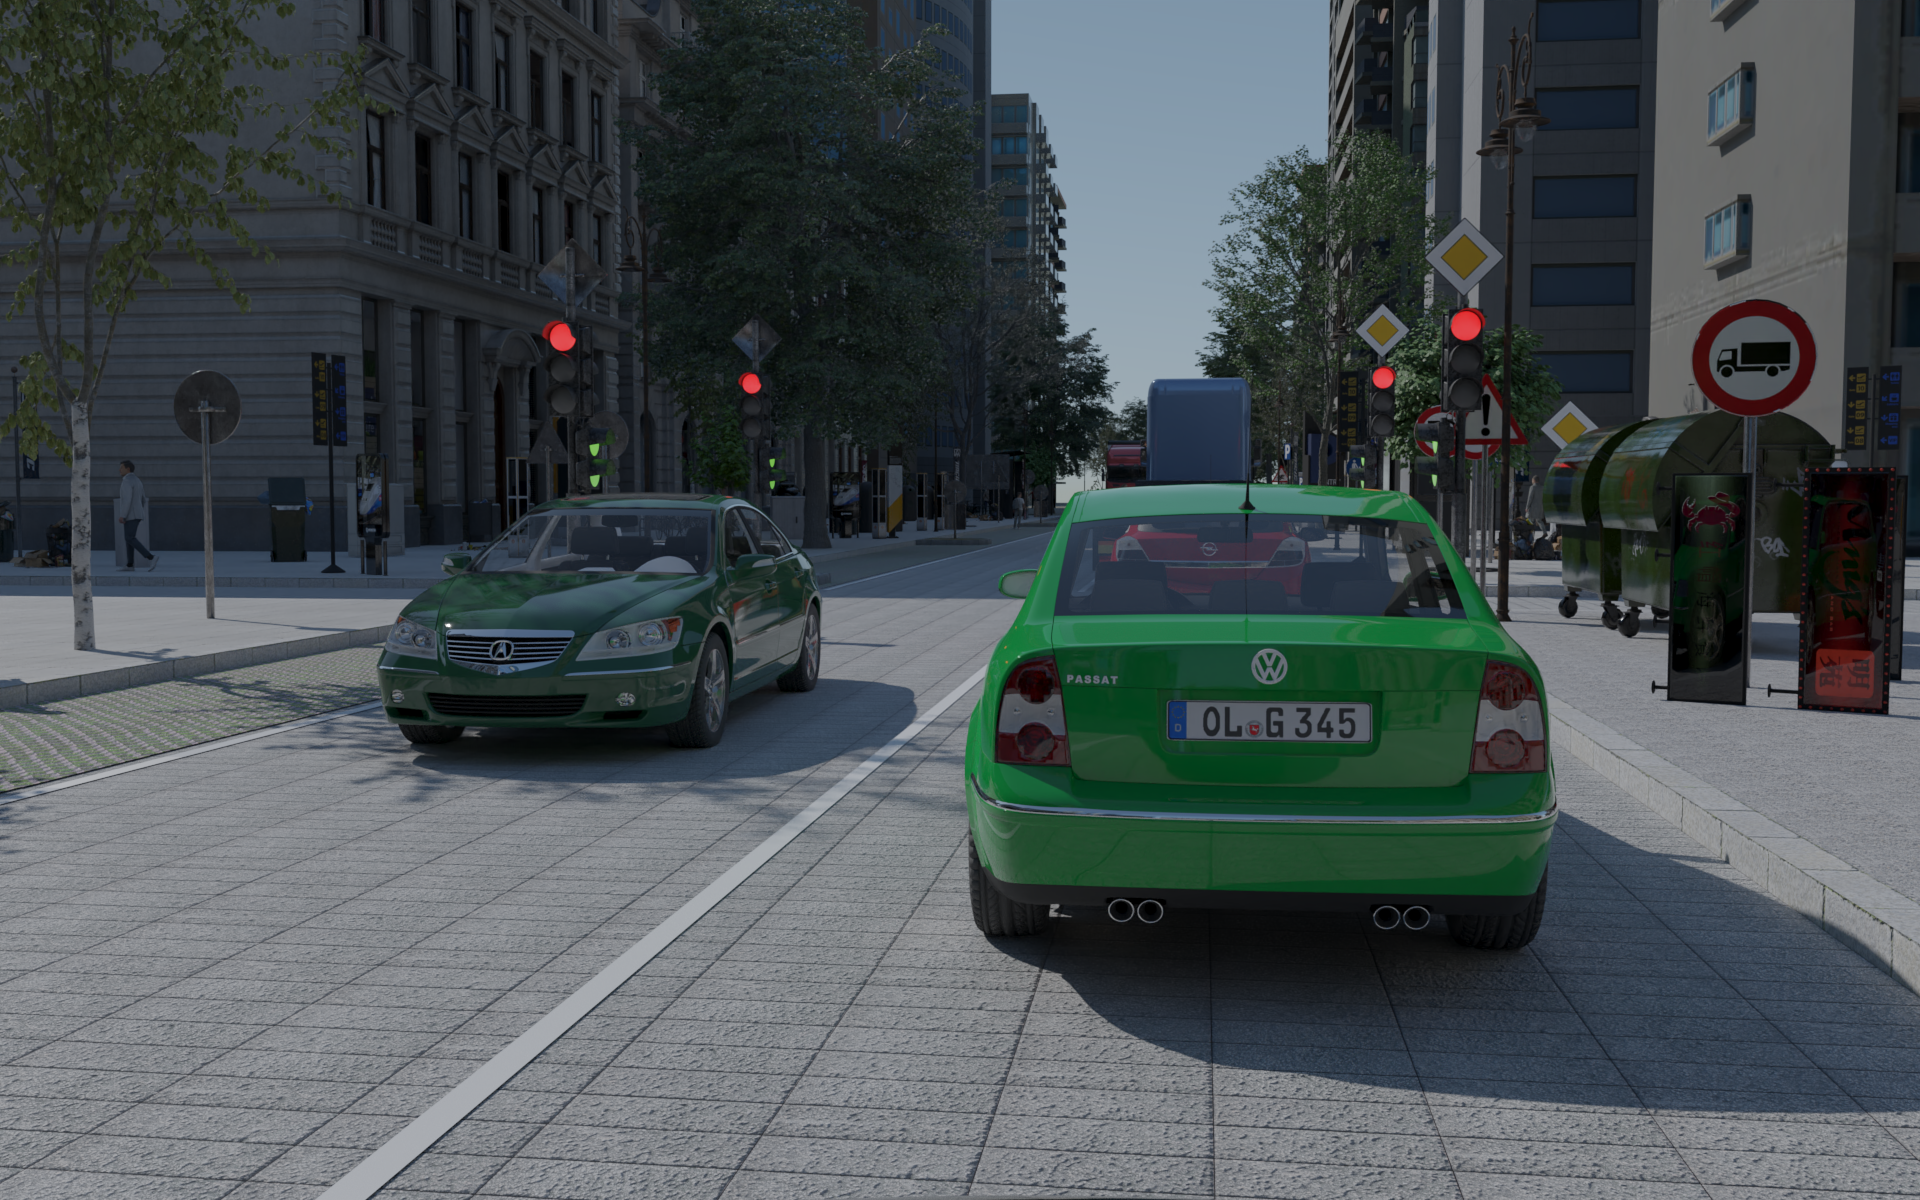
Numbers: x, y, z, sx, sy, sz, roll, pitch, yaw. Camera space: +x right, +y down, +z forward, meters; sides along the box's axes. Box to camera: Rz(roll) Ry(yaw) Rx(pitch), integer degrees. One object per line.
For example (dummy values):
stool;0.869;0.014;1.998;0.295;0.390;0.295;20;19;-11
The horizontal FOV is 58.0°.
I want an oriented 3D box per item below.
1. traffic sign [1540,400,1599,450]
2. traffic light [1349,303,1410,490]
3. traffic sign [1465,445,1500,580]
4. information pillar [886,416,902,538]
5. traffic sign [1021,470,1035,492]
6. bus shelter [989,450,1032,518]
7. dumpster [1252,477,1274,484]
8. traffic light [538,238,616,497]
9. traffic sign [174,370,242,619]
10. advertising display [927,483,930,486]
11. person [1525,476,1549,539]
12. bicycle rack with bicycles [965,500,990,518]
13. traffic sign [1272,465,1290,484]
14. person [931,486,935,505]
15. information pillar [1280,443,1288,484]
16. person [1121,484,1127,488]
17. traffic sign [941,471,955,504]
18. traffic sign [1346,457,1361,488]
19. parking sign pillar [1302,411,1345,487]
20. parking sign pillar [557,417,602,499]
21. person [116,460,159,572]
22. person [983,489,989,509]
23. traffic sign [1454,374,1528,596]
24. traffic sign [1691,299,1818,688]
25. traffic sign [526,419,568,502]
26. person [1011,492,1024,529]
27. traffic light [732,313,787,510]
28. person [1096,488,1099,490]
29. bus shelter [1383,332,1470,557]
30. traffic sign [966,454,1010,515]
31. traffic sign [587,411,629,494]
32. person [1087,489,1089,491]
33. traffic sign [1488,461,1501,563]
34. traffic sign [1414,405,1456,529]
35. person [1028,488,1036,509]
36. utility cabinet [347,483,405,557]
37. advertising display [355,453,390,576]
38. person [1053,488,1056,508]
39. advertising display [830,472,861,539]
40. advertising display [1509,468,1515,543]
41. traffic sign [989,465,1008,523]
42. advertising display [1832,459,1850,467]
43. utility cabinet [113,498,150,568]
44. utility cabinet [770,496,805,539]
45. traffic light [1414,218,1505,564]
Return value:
traffic sign;8.579;-1.506;24.364;0.795;2.593;0.064;1;4;15
traffic light;6.220;-2.250;25.702;0.839;4.253;0.868;0;4;8
traffic sign;7.629;-1.564;25.678;0.768;2.556;0.104;1;4;10
information pillar;-1.902;-3.599;50.195;0.504;3.616;0.183;-3;4;-37
traffic sign;3.545;-5.540;90.684;0.768;2.556;0.104;1;4;10
bus shelter;2.804;-6.347;95.061;1.731;3.624;6.357;0;4;8
dumpster;16.944;-5.824;97.718;1.502;2.255;1.985;0;4;8
traffic light;-4.252;-1.844;19.073;0.839;4.253;0.868;0;4;8
traffic sign;-7.732;-1.082;17.794;0.768;2.556;0.104;1;4;10
advertising display;-1.771;-5.610;96.945;0.123;1.923;0.974;0;4;-6
person;16.549;-2.670;49.803;0.694;1.812;0.767;-2;4;-29
bicycle rack with bicycles;0.647;-5.202;98.438;2.925;0.926;2.852;-2;4;-31
traffic sign;14.586;-4.809;78.639;0.884;2.594;0.081;1;4;15
person;-1.767;-6.382;110.484;0.705;1.812;1.348;1;4;23
information pillar;14.774;-5.361;79.009;0.504;3.616;0.183;-2;4;-32
person;5.769;-3.224;61.441;0.641;1.798;0.478;3;5;42
traffic sign;-0.534;-4.546;76.456;0.606;2.300;0.079;1;4;9
traffic sign;13.667;-3.643;59.674;0.768;2.556;0.104;1;4;10
parking sign pillar;11.783;-4.140;56.157;1.447;3.967;1.447;-1;4;-16
parking sign pillar;-9.449;-3.337;43.025;1.447;3.967;1.447;3;5;42
person;-13.621;-1.392;28.656;0.795;1.843;0.661;0;4;-2
person;1.787;-6.331;110.089;0.617;1.759;0.750;0;4;6
traffic sign;5.700;-1.151;18.830;0.884;2.594;0.081;1;4;13
traffic sign;5.203;-0.692;11.423;0.768;2.556;0.104;1;4;15
traffic sign;-7.169;-1.846;30.181;0.884;2.594;0.081;1;4;14
person;2.322;-3.595;69.871;0.503;1.515;0.523;-1;4;-23
traffic light;-3.154;-2.328;26.982;0.839;4.253;0.868;0;4;8
person;9.595;-6.803;119.597;0.599;1.838;0.709;0;4;-4
bus shelter;10.634;-3.778;39.409;2.179;5.291;8.768;0;4;8
traffic sign;1.412;-5.811;88.884;2.265;3.308;0.079;1;4;9
traffic sign;-5.421;-1.613;26.479;0.768;2.556;0.104;1;4;17
person;14.588;-11.683;197.051;0.705;1.826;1.348;3;5;43
traffic sign;9.847;-1.956;32.092;0.768;2.556;0.104;1;4;12
traffic sign;6.893;-1.514;24.866;0.768;2.556;0.104;1;4;8
person;6.536;-9.029;153.607;1.348;1.831;0.705;1;4;18
utility cabinet;-11.941;-1.637;35.450;0.318;1.500;1.173;2;4;33
advertising display;-9.300;-1.359;27.442;0.123;1.923;0.974;-3;5;-42
person;8.609;-9.328;158.691;0.705;1.807;1.348;1;4;18
advertising display;-3.323;-2.752;50.201;0.974;1.923;0.123;-3;4;-36
advertising display;12.116;-2.021;38.256;0.123;1.923;0.974;2;4;26
traffic sign;1.723;-4.723;77.220;0.884;2.594;0.081;1;4;16
advertising display;15.808;-1.628;31.827;0.974;1.923;0.123;0;4;3
utility cabinet;-14.594;-1.183;30.504;0.306;1.237;1.020;-3;5;-42
utility cabinet;-4.841;-2.314;49.003;1.020;1.237;0.306;-1;4;-18
traffic light;5.122;-1.766;17.793;0.839;4.253;0.868;0;4;8
